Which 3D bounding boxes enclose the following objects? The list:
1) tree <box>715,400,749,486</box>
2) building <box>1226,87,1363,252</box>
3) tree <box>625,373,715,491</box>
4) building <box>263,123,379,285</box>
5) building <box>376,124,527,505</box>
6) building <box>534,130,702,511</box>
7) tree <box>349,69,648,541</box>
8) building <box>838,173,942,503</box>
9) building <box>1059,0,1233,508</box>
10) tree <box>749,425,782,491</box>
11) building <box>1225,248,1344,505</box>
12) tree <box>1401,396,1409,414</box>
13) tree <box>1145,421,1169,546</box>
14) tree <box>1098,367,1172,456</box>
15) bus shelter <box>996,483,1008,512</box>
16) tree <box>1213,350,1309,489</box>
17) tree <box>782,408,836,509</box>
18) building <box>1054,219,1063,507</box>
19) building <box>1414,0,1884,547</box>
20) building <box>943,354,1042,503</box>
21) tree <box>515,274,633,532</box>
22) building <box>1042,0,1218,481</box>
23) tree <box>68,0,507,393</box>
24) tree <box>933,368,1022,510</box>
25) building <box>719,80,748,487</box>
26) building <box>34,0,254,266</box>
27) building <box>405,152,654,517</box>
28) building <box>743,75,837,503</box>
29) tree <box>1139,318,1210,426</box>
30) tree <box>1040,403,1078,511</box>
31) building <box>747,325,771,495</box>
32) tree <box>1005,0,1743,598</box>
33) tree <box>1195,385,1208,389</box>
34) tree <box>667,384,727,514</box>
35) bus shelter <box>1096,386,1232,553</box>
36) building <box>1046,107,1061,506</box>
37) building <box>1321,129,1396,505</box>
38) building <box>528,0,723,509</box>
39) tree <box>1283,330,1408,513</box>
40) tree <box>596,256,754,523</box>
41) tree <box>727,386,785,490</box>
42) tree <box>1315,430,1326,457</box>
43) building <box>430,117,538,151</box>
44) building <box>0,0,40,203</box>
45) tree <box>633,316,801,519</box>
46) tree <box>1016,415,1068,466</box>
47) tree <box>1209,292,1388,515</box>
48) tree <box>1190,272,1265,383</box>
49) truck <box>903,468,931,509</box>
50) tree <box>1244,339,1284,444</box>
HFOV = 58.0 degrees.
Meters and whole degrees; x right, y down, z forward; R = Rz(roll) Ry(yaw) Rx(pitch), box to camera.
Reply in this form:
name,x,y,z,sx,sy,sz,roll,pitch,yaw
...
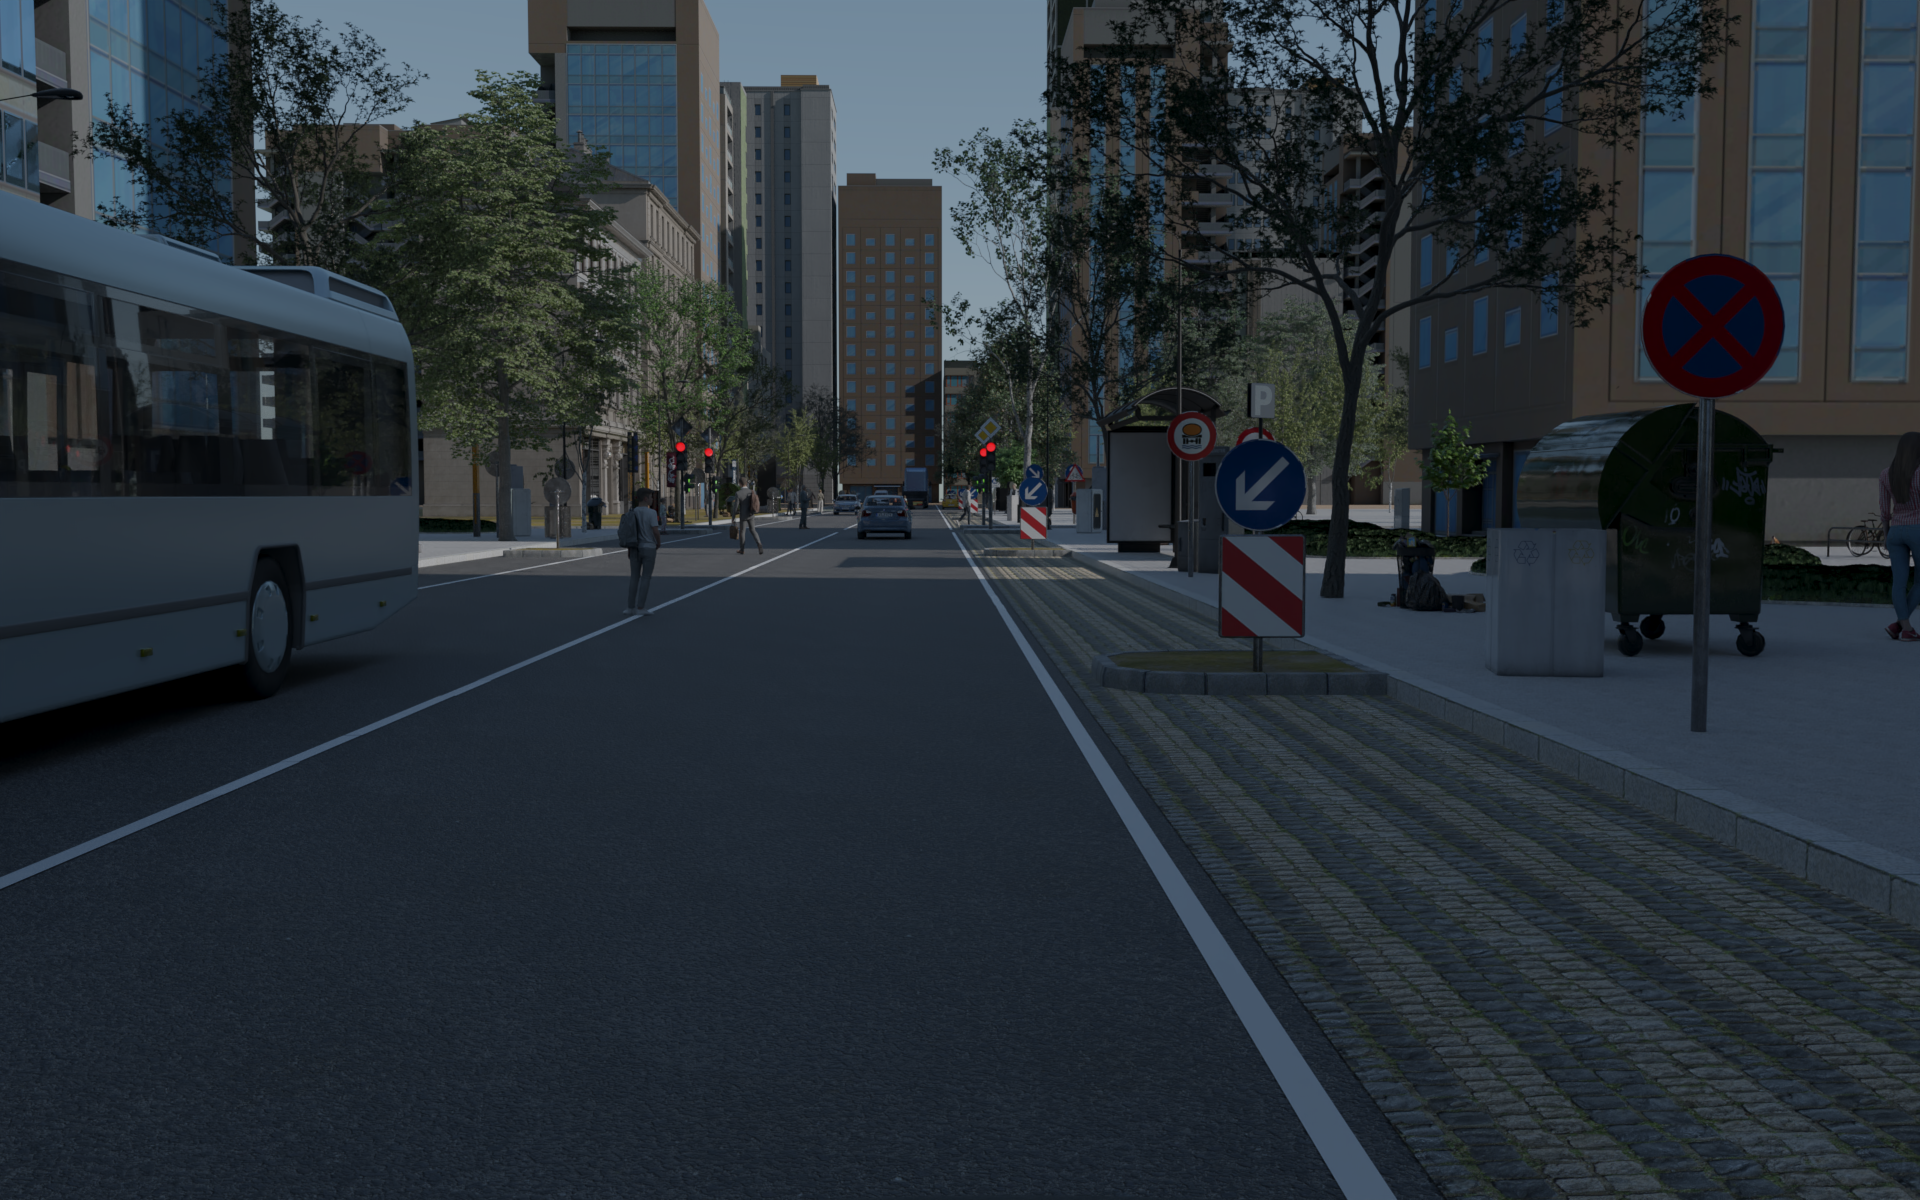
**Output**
name,x,y,z,sx,sy,sz,roll,pitch,yaw
tree,-18.613,-10.926,128.995,4.737,8.622,4.395,0,3,0
building,40.817,-43.199,248.296,28.212,58.520,21.231,0,4,-1
tree,-17.310,-9.112,99.340,4.737,8.622,4.395,0,3,0
building,-73.361,-33.983,205.731,14.200,45.320,14.600,0,4,-1
building,-59.159,-33.985,205.762,14.200,45.320,14.600,0,4,-1
building,-27.301,-20.417,131.074,12.463,27.353,25.104,0,4,-1
tree,-12.270,-7.850,46.470,7.486,12.596,7.792,0,3,0
building,-9.678,-36.354,244.503,14.200,45.320,14.600,0,4,-1
building,16.582,-31.080,158.269,14.600,45.320,14.200,0,4,-1
tree,-17.220,-11.344,135.833,4.737,8.622,4.395,0,3,0
building,37.268,-26.643,207.320,14.107,30.474,14.160,0,4,-1
tree,23.788,-8.148,83.575,4.360,8.622,3.978,0,3,0
tree,4.748,-3.001,43.670,1.663,3.219,1.824,0,3,0
tree,11.158,-9.242,101.462,4.737,8.622,4.395,0,3,0
bus shelter,3.286,-8.461,129.617,1.731,3.624,6.357,0,4,-1
tree,15.166,-8.420,88.023,4.360,8.622,3.978,0,3,0
tree,-13.765,-11.886,144.696,4.737,8.622,4.395,0,3,0
building,16.324,-24.535,172.847,14.160,30.474,14.107,0,4,-1
building,21.387,-24.296,47.348,14.600,45.320,14.200,0,4,-1
building,12.101,-24.853,251.385,28.899,21.520,27.650,0,4,-1
tree,-12.718,-6.577,57.890,4.360,8.622,3.978,0,3,0
building,18.792,-46.776,203.039,20.563,71.187,20.611,0,4,-1
tree,-11.959,-5.973,32.075,7.601,10.594,8.767,0,4,-4
tree,3.034,-14.146,141.652,12.009,13.543,11.850,0,3,0
building,-28.180,-29.555,166.819,14.154,41.232,14.086,0,4,-1
building,-29.750,-24.351,48.254,14.200,45.320,14.600,0,4,-1
building,-25.748,-15.114,98.020,10.553,20.767,40.483,0,4,-1
building,-31.724,-43.098,246.650,28.212,58.520,21.231,0,4,-1
tree,17.250,-13.459,126.713,9.857,13.997,8.962,0,3,0
tree,6.952,-11.159,132.819,4.737,8.622,4.395,0,3,0
building,-37.478,-21.667,199.294,28.899,21.520,27.650,0,4,-1
tree,4.692,-5.284,20.813,8.767,10.594,7.601,-1,4,-17
tree,16.774,-10.183,116.859,4.360,8.622,3.978,0,3,0
tree,-17.302,-9.757,109.888,4.360,8.622,3.978,0,3,0
bus shelter,4.045,-2.535,35.371,2.014,3.302,5.546,0,4,-1
building,16.205,-30.764,186.589,14.154,41.232,14.086,0,4,-1
building,51.716,-34.071,207.172,14.200,45.320,14.600,0,4,-1
building,-28.822,-30.731,152.564,14.600,45.320,14.200,0,4,-1
tree,17.224,-7.752,77.103,4.737,8.622,4.395,0,3,0
tree,-12.734,-9.251,77.010,9.928,11.665,9.643,0,3,0
tree,-13.886,-10.080,115.166,4.360,8.622,3.978,0,3,0
tree,17.271,-8.926,96.299,4.360,8.622,3.978,0,3,0
building,-59.646,-40.437,250.385,27.495,52.752,28.713,0,4,-1
building,-29.867,-43.367,21.717,22.319,86.520,31.000,0,4,-1
tree,-12.761,-9.533,90.276,8.767,10.594,7.601,-1,4,-18
tree,5.531,-10.443,121.105,4.360,8.622,3.978,0,3,0
tree,21.982,-12.333,108.291,9.857,13.997,8.962,0,3,0
tree,18.547,-17.323,139.114,12.611,20.169,13.585,0,3,0
truck,-4.565,-11.146,171.991,2.967,4.110,18.799,0,4,1
tree,15.668,-8.079,82.451,4.737,8.622,4.395,0,3,0
